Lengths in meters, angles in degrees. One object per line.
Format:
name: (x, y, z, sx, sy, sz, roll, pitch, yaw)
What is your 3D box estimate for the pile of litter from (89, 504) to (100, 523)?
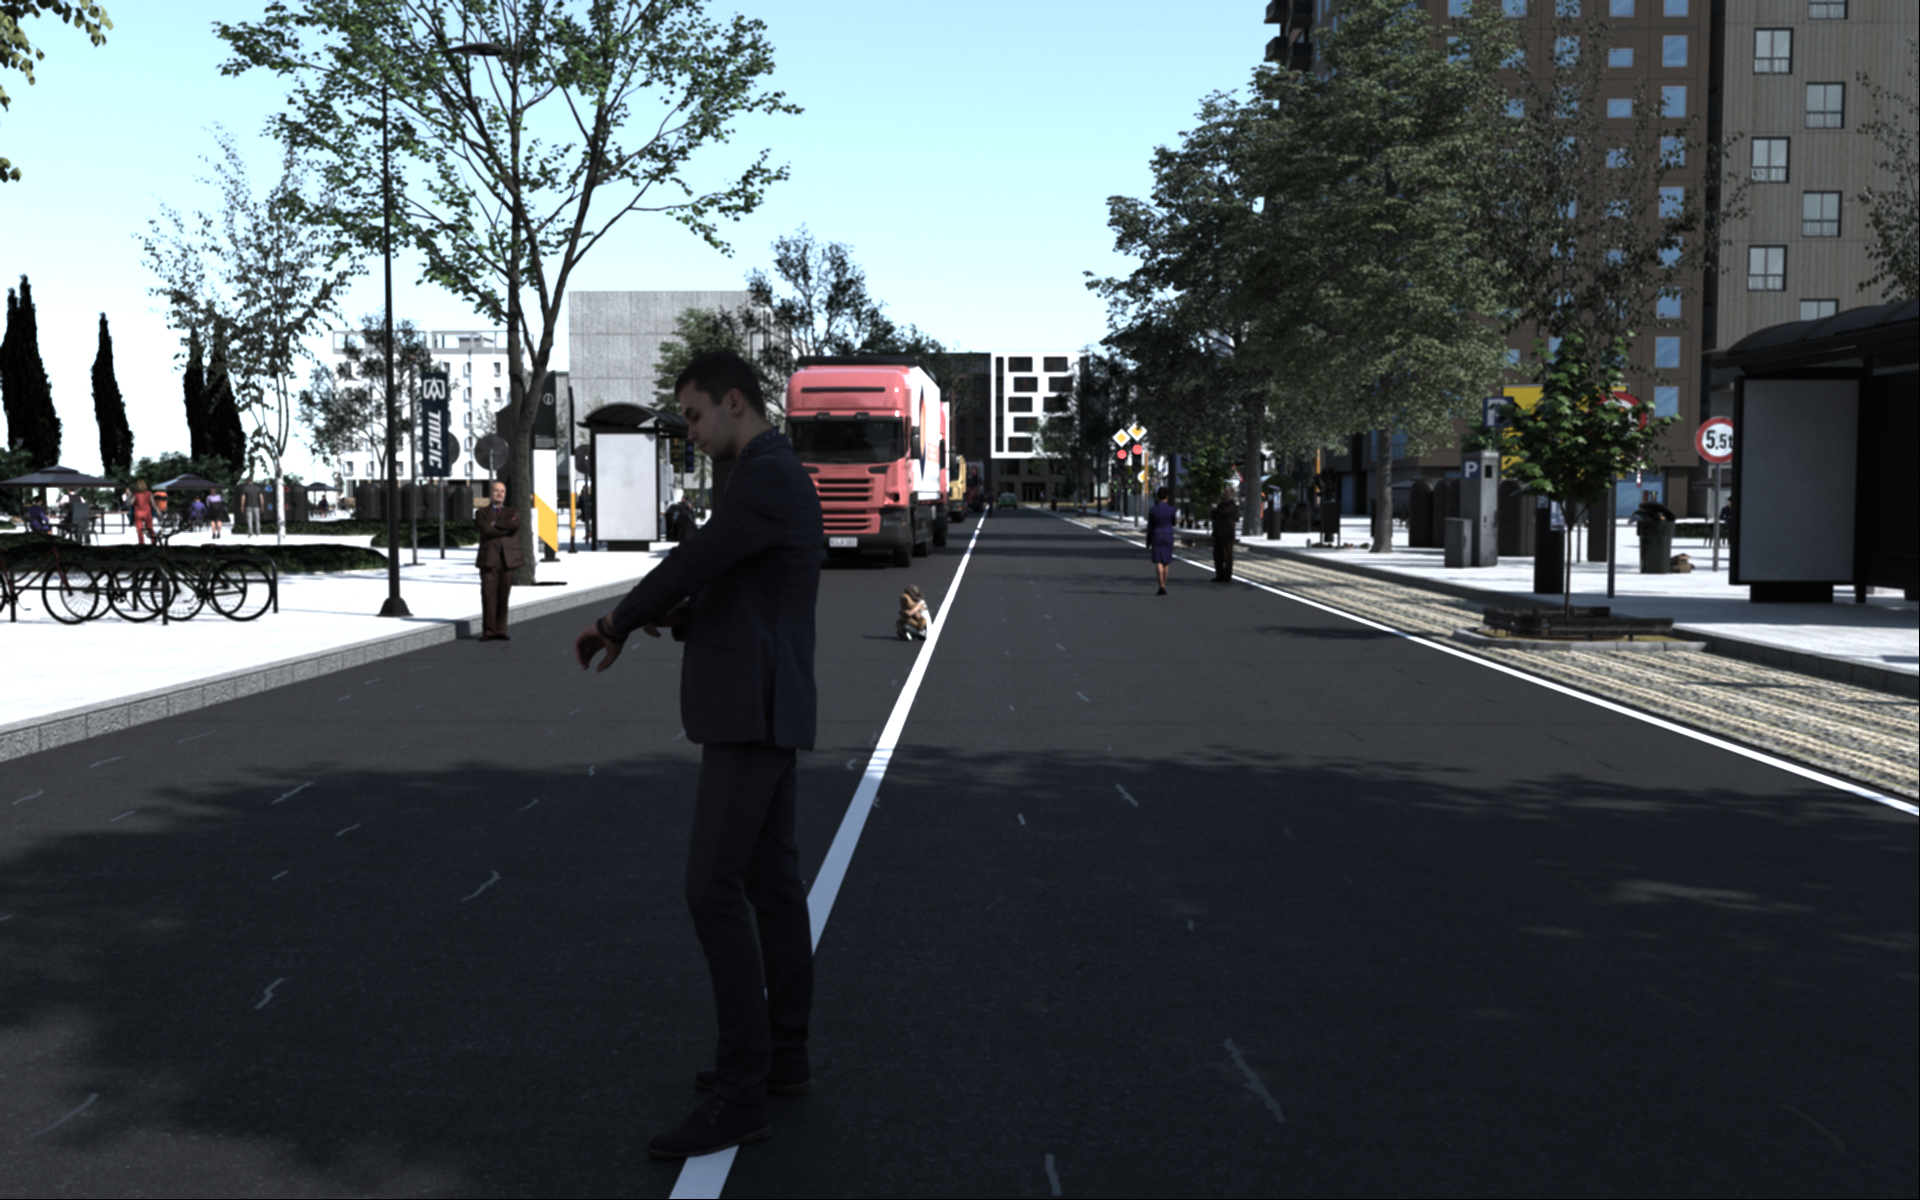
pile of litter: (-38.966, -3.862, 77.106, 1.176, 0.858, 1.719, -2, 4, -30)

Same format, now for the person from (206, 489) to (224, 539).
person: (-21.317, -2.463, 49.544, 0.421, 1.427, 0.697, -3, 4, -36)

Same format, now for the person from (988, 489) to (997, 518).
person: (1.983, -5.892, 105.288, 0.568, 1.767, 0.683, 0, 4, -7)

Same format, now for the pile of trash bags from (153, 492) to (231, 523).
pile of trash bags: (-34.124, -4.101, 76.809, 3.447, 1.369, 1.912, 0, 4, 5)

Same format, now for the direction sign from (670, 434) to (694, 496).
direction sign: (-10.337, -4.435, 64.506, 0.876, 3.537, 0.379, -1, 4, -9)

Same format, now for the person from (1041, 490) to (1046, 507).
person: (8.986, -10.912, 186.776, 0.599, 1.838, 0.709, 0, 4, 2)

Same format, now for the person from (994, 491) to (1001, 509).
person: (3.699, -9.886, 170.857, 1.217, 1.735, 0.721, 3, 5, 40)

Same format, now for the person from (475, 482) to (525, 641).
person: (-4.506, -0.380, 16.982, 0.482, 1.546, 0.388, -1, 4, -22)

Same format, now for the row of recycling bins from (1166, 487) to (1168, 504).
row of recycling bins: (10.995, -4.696, 83.897, 1.069, 1.692, 3.534, 3, 5, 40)

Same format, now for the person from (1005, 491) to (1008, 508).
person: (4.843, -10.454, 180.137, 1.217, 1.743, 0.721, -3, 4, -36)

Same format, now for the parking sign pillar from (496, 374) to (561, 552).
parking sign pillar: (-9.740, -3.086, 38.925, 1.447, 3.967, 1.447, -1, 4, -20)

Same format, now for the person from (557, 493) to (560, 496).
person: (-20.537, -4.950, 87.660, 0.600, 1.739, 0.565, -1, 4, -18)

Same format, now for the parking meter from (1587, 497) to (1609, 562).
parking meter: (12.017, -1.648, 32.658, 0.399, 1.863, 0.255, 1, 4, 16)

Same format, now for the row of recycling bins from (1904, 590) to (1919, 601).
row of recycling bins: (11.932, -0.754, 19.442, 1.069, 1.692, 3.534, 0, 4, -5)

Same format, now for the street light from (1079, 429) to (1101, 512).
street light: (9.336, -9.185, 122.712, 1.470, 5.913, 1.316, 0, 4, 1)

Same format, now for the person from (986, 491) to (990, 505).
person: (3.835, -13.269, 225.535, 1.350, 1.814, 0.705, -2, 4, -33)

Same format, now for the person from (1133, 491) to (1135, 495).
person: (19.100, -11.264, 190.147, 0.705, 1.831, 1.348, 2, 4, 26)

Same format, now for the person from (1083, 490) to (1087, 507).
person: (12.372, -10.104, 171.792, 0.434, 1.755, 0.990, 1, 4, 12)

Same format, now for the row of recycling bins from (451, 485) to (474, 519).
row of recycling bins: (-22.938, -4.287, 77.200, 3.534, 1.692, 1.069, 3, 4, 38)

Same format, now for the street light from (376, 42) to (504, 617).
street light: (-5.392, -2.779, 17.984, 1.470, 5.913, 1.316, 0, 4, 1)

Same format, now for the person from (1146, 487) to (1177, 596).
person: (2.855, -0.843, 24.657, 0.453, 1.535, 0.546, -1, 4, -15)

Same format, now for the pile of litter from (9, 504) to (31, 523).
pile of litter: (-41.767, -3.858, 77.047, 1.176, 0.858, 1.719, 1, 4, 18)

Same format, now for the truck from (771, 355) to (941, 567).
truck: (-1.964, -2.961, 37.324, 2.839, 4.237, 11.283, 0, 4, 3)

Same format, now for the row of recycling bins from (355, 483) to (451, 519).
row of recycling bins: (-20.892, -3.519, 64.647, 1.069, 1.692, 3.534, 3, 4, 36)

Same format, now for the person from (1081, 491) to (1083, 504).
person: (15.613, -13.244, 223.095, 0.721, 1.766, 1.217, 0, 4, 4)

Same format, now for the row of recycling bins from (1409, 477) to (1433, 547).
row of recycling bins: (12.000, -2.066, 40.886, 1.069, 1.692, 3.534, -2, 4, -31)

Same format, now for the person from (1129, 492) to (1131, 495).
person: (14.062, -8.139, 141.479, 0.546, 1.535, 0.453, -1, 4, -21)

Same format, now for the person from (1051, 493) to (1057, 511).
person: (7.969, -8.315, 146.921, 0.523, 1.526, 0.387, 1, 4, 13)

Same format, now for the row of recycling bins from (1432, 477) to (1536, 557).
row of recycling bins: (11.317, -1.823, 36.925, 1.069, 1.692, 3.534, 0, 4, -6)

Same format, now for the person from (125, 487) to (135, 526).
person: (-34.002, -3.780, 71.024, 0.376, 1.734, 0.841, -3, 4, -38)

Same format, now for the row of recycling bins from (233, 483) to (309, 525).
row of recycling bins: (-25.873, -3.540, 64.992, 1.069, 1.692, 3.534, 1, 4, 19)

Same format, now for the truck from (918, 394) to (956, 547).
truck: (-1.547, -3.771, 50.573, 2.839, 4.237, 11.283, 0, 4, 0)

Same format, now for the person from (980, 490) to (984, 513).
person: (1.650, -7.443, 131.115, 0.530, 1.710, 0.541, 2, 4, 35)

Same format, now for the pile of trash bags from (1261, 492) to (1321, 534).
pile of trash bags: (10.673, -2.910, 57.332, 3.447, 1.369, 1.912, -3, 5, -45)

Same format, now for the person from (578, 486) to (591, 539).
person: (-10.629, -2.490, 49.296, 0.480, 1.512, 0.613, -1, 4, -11)

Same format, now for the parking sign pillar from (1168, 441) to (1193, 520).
parking sign pillar: (9.974, -5.479, 78.047, 1.447, 3.967, 1.447, -3, 4, -37)

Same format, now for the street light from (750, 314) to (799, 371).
street light: (-4.859, -4.427, 44.915, 1.470, 5.913, 1.316, 0, 4, 1)

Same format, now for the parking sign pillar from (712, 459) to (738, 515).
parking sign pillar: (-6.927, -3.949, 53.042, 1.447, 3.967, 1.447, 1, 4, 20)

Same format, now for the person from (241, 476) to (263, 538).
person: (-20.593, -2.705, 50.392, 0.598, 1.807, 0.434, -2, 4, -25)

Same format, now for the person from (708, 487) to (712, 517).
person: (-9.291, -3.649, 65.825, 0.434, 1.807, 0.598, -3, 5, -44)

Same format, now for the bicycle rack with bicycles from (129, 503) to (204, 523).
bicycle rack with bicycles: (-30.172, -3.235, 66.282, 2.852, 0.926, 2.925, 2, 4, 26)

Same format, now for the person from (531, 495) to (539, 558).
person: (-8.692, -1.511, 34.656, 0.340, 1.345, 0.435, 1, 4, 23)

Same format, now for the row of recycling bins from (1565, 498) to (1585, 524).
row of recycling bins: (26.062, -4.174, 75.353, 1.069, 1.692, 3.534, -1, 4, -12)

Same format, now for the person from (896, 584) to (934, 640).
person: (-0.453, 0.117, 17.066, 0.357, 0.543, 0.381, -1, 4, -17)

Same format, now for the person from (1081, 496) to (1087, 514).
person: (7.277, -5.446, 101.446, 0.435, 1.345, 0.340, 3, 5, 40)

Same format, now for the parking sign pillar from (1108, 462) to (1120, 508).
parking sign pillar: (13.259, -9.688, 146.867, 1.447, 3.967, 1.447, 2, 4, 33)

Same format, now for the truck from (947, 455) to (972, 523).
truck: (-1.065, -5.659, 88.441, 3.469, 3.379, 9.791, 0, 4, 1)

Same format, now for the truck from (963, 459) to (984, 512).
truck: (0.499, -9.190, 139.170, 2.839, 4.237, 11.283, 0, 4, 3)

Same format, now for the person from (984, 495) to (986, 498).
person: (2.343, -11.359, 194.234, 1.348, 1.823, 0.705, -1, 4, -18)

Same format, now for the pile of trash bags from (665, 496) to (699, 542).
pile of trash bags: (-7.340, -2.252, 46.576, 3.447, 1.369, 1.912, 0, 4, -2)

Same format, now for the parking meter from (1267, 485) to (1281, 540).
parking meter: (8.794, -2.451, 48.485, 0.372, 1.533, 0.369, 0, 3, 0)

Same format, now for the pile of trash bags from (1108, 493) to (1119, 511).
pile of trash bags: (11.708, -7.217, 127.744, 1.912, 1.369, 3.447, 1, 4, 20)

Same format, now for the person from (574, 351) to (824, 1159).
person: (-0.598, 0.302, 4.005, 0.568, 1.767, 0.683, 0, 4, -5)

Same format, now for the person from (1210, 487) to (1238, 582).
person: (4.310, -1.068, 28.236, 0.388, 1.546, 0.482, -2, 4, -24)

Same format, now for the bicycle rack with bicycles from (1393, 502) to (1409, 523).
bicycle rack with bicycles: (19.793, -3.858, 76.460, 2.925, 0.926, 2.852, 3, 5, 40)

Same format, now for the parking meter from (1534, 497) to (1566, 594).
parking meter: (7.610, -0.852, 22.338, 0.372, 1.533, 0.369, 0, 3, 0)

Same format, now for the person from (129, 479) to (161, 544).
person: (-17.938, -1.856, 38.091, 0.593, 1.614, 0.444, 0, 4, -2)

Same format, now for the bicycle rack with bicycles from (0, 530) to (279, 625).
bicycle rack with bicycles: (-8.314, -0.272, 17.834, 2.925, 0.926, 2.852, 1, 4, 14)

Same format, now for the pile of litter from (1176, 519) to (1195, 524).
pile of litter: (9.726, -3.746, 75.211, 1.176, 0.858, 1.719, 0, 4, 5)
